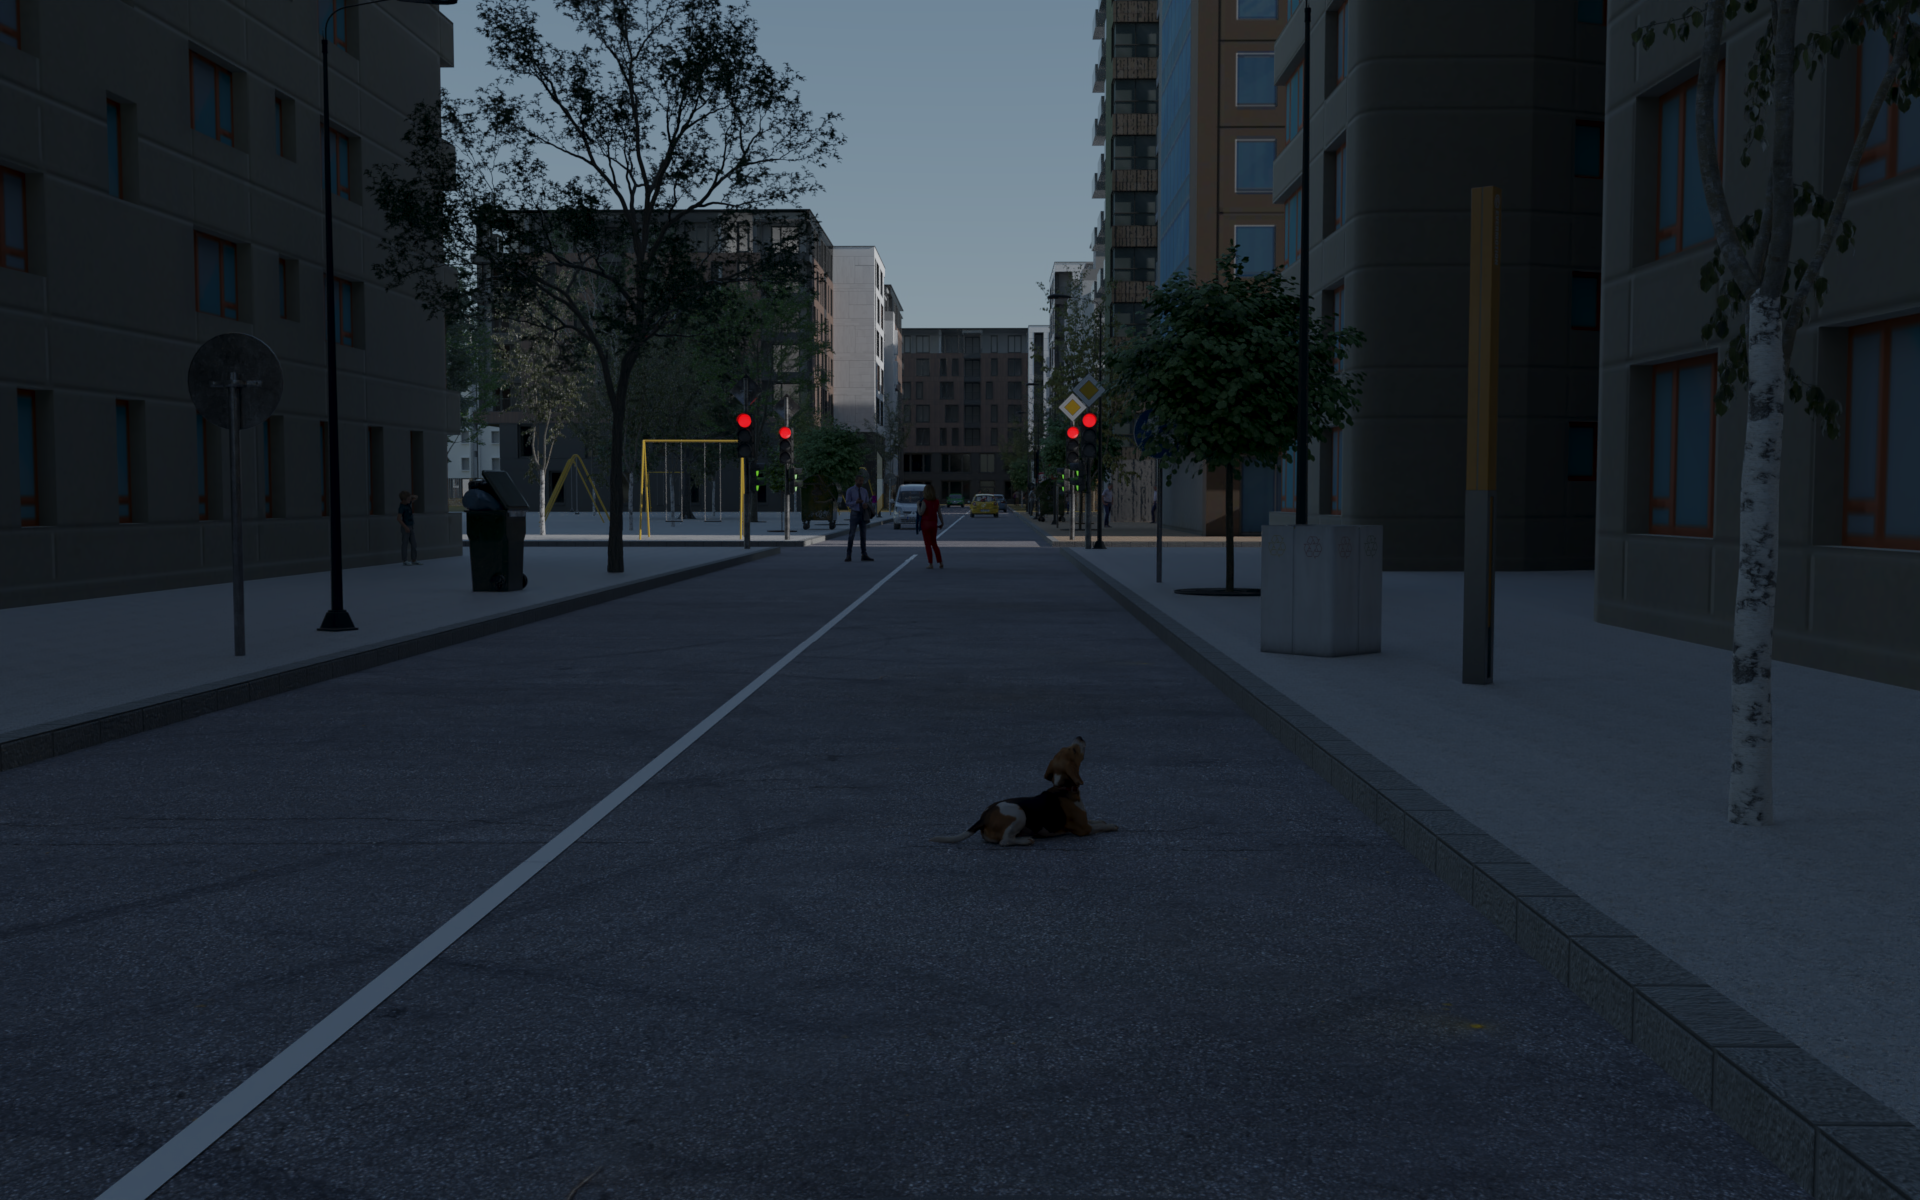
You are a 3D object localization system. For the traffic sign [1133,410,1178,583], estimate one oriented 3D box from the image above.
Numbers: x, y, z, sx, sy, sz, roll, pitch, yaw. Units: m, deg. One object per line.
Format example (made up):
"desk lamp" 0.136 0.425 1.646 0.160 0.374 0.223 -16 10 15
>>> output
"traffic sign" 2.890 -1.526 25.056 0.768 2.556 0.104 0 4 6

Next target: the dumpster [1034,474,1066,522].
"dumpster" 4.213 -4.735 79.914 1.502 2.255 1.985 0 4 1

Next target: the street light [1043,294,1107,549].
"street light" 2.719 -4.145 40.319 1.470 5.913 1.316 0 4 1

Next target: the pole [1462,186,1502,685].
"pole" 3.508 -1.088 11.637 0.158 3.312 0.155 0 3 0

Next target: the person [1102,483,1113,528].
"person" 5.732 -3.643 66.550 0.756 1.711 0.436 -3 5 -43

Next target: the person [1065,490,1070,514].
"person" 6.989 -6.308 110.007 0.655 1.722 0.431 0 4 3

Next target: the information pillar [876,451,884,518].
"information pillar" -4.357 -6.311 94.532 0.183 3.616 0.504 -3 4 -38

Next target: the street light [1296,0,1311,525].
"street light" 2.456 -2.602 15.092 1.470 5.913 1.316 0 4 1

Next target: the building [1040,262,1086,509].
"building" 22.530 -19.846 168.459 27.936 21.610 32.646 0 4 1

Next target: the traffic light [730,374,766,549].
"traffic light" -4.967 -3.152 40.452 0.839 4.253 0.868 0 4 1

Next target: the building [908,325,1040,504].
"building" 6.341 -23.201 223.306 32.646 21.610 27.936 0 4 1

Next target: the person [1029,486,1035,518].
"person" 3.925 -5.370 94.559 0.376 1.734 0.841 0 4 6

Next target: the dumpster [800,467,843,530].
"dumpster" -5.079 -3.683 62.710 1.502 2.255 1.985 0 4 1

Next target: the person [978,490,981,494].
"person" 1.738 -8.278 144.377 0.750 1.759 0.617 -1 4 -23

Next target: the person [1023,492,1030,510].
"person" 5.151 -7.491 129.035 1.217 1.766 0.721 3 5 42

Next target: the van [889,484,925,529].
"van" -1.895 -3.942 71.466 2.013 2.044 4.112 0 4 -1

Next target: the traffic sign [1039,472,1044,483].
"traffic sign" 4.752 -6.121 100.186 0.768 2.556 0.104 0 4 7

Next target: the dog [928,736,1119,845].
"dog" 0.273 0.790 7.272 0.748 0.427 0.550 1 4 13

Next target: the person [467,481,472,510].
"person" -12.269 -2.132 43.812 0.683 1.767 0.568 1 4 23

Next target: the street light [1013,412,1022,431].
"street light" 3.867 -7.648 97.588 1.470 5.913 1.316 0 4 1

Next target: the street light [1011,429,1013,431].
"street light" 4.312 -9.230 123.449 1.470 5.913 1.316 0 4 1

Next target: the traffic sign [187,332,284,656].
"traffic sign" -5.718 -0.830 13.678 0.768 2.556 0.104 0 4 2

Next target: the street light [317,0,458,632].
"street light" -5.318 -2.665 16.107 1.470 5.913 1.316 0 4 1

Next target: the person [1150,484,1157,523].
"person" 8.567 -4.207 75.760 0.436 1.711 0.756 -1 4 -12

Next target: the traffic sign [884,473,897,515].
"traffic sign" -4.183 -6.368 104.230 0.768 2.556 0.104 0 4 6

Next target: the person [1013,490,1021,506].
"person" 6.186 -11.019 186.201 1.348 1.824 0.705 3 4 38

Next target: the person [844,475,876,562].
"person" -2.103 -1.736 36.746 0.709 1.838 0.599 -2 4 -34

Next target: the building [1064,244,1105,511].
"building" 16.498 -17.009 134.522 16.016 20.091 11.380 0 4 1

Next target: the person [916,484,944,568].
"person" -0.577 -1.414 33.319 0.593 1.614 0.444 -1 4 -12

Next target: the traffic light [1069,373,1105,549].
"traffic light" 2.973 -3.144 40.328 0.839 4.253 0.868 0 4 1

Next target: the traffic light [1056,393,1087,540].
"traffic light" 3.115 -3.632 48.311 0.839 4.253 0.868 0 4 1

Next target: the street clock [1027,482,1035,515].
"street clock" 4.435 -6.345 108.314 0.358 2.002 0.471 3 4 38

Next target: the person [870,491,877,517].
"person" -4.909 -5.467 98.660 0.726 1.434 0.776 -1 4 -18

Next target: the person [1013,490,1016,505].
"person" 6.442 -11.772 199.201 0.721 1.739 1.217 3 5 39

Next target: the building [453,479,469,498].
"building" -52.357 -16.738 215.813 28.070 9.664 9.099 0 4 1

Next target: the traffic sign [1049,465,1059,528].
"traffic sign" 3.687 -3.993 65.396 0.768 2.556 0.104 0 4 8

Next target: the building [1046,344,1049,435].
"building" 17.555 -20.437 190.569 16.016 20.091 11.380 0 4 1

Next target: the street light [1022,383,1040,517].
"street light" 3.435 -6.112 72.464 1.470 5.913 1.316 0 4 1

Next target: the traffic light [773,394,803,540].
"traffic light" -4.826 -3.640 48.436 0.839 4.253 0.868 0 4 1

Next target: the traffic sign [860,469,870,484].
"traffic sign" -4.969 -5.360 87.743 0.768 2.556 0.104 0 4 5

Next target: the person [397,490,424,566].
"person" -9.869 -1.293 31.089 0.340 1.345 0.435 0 4 3
